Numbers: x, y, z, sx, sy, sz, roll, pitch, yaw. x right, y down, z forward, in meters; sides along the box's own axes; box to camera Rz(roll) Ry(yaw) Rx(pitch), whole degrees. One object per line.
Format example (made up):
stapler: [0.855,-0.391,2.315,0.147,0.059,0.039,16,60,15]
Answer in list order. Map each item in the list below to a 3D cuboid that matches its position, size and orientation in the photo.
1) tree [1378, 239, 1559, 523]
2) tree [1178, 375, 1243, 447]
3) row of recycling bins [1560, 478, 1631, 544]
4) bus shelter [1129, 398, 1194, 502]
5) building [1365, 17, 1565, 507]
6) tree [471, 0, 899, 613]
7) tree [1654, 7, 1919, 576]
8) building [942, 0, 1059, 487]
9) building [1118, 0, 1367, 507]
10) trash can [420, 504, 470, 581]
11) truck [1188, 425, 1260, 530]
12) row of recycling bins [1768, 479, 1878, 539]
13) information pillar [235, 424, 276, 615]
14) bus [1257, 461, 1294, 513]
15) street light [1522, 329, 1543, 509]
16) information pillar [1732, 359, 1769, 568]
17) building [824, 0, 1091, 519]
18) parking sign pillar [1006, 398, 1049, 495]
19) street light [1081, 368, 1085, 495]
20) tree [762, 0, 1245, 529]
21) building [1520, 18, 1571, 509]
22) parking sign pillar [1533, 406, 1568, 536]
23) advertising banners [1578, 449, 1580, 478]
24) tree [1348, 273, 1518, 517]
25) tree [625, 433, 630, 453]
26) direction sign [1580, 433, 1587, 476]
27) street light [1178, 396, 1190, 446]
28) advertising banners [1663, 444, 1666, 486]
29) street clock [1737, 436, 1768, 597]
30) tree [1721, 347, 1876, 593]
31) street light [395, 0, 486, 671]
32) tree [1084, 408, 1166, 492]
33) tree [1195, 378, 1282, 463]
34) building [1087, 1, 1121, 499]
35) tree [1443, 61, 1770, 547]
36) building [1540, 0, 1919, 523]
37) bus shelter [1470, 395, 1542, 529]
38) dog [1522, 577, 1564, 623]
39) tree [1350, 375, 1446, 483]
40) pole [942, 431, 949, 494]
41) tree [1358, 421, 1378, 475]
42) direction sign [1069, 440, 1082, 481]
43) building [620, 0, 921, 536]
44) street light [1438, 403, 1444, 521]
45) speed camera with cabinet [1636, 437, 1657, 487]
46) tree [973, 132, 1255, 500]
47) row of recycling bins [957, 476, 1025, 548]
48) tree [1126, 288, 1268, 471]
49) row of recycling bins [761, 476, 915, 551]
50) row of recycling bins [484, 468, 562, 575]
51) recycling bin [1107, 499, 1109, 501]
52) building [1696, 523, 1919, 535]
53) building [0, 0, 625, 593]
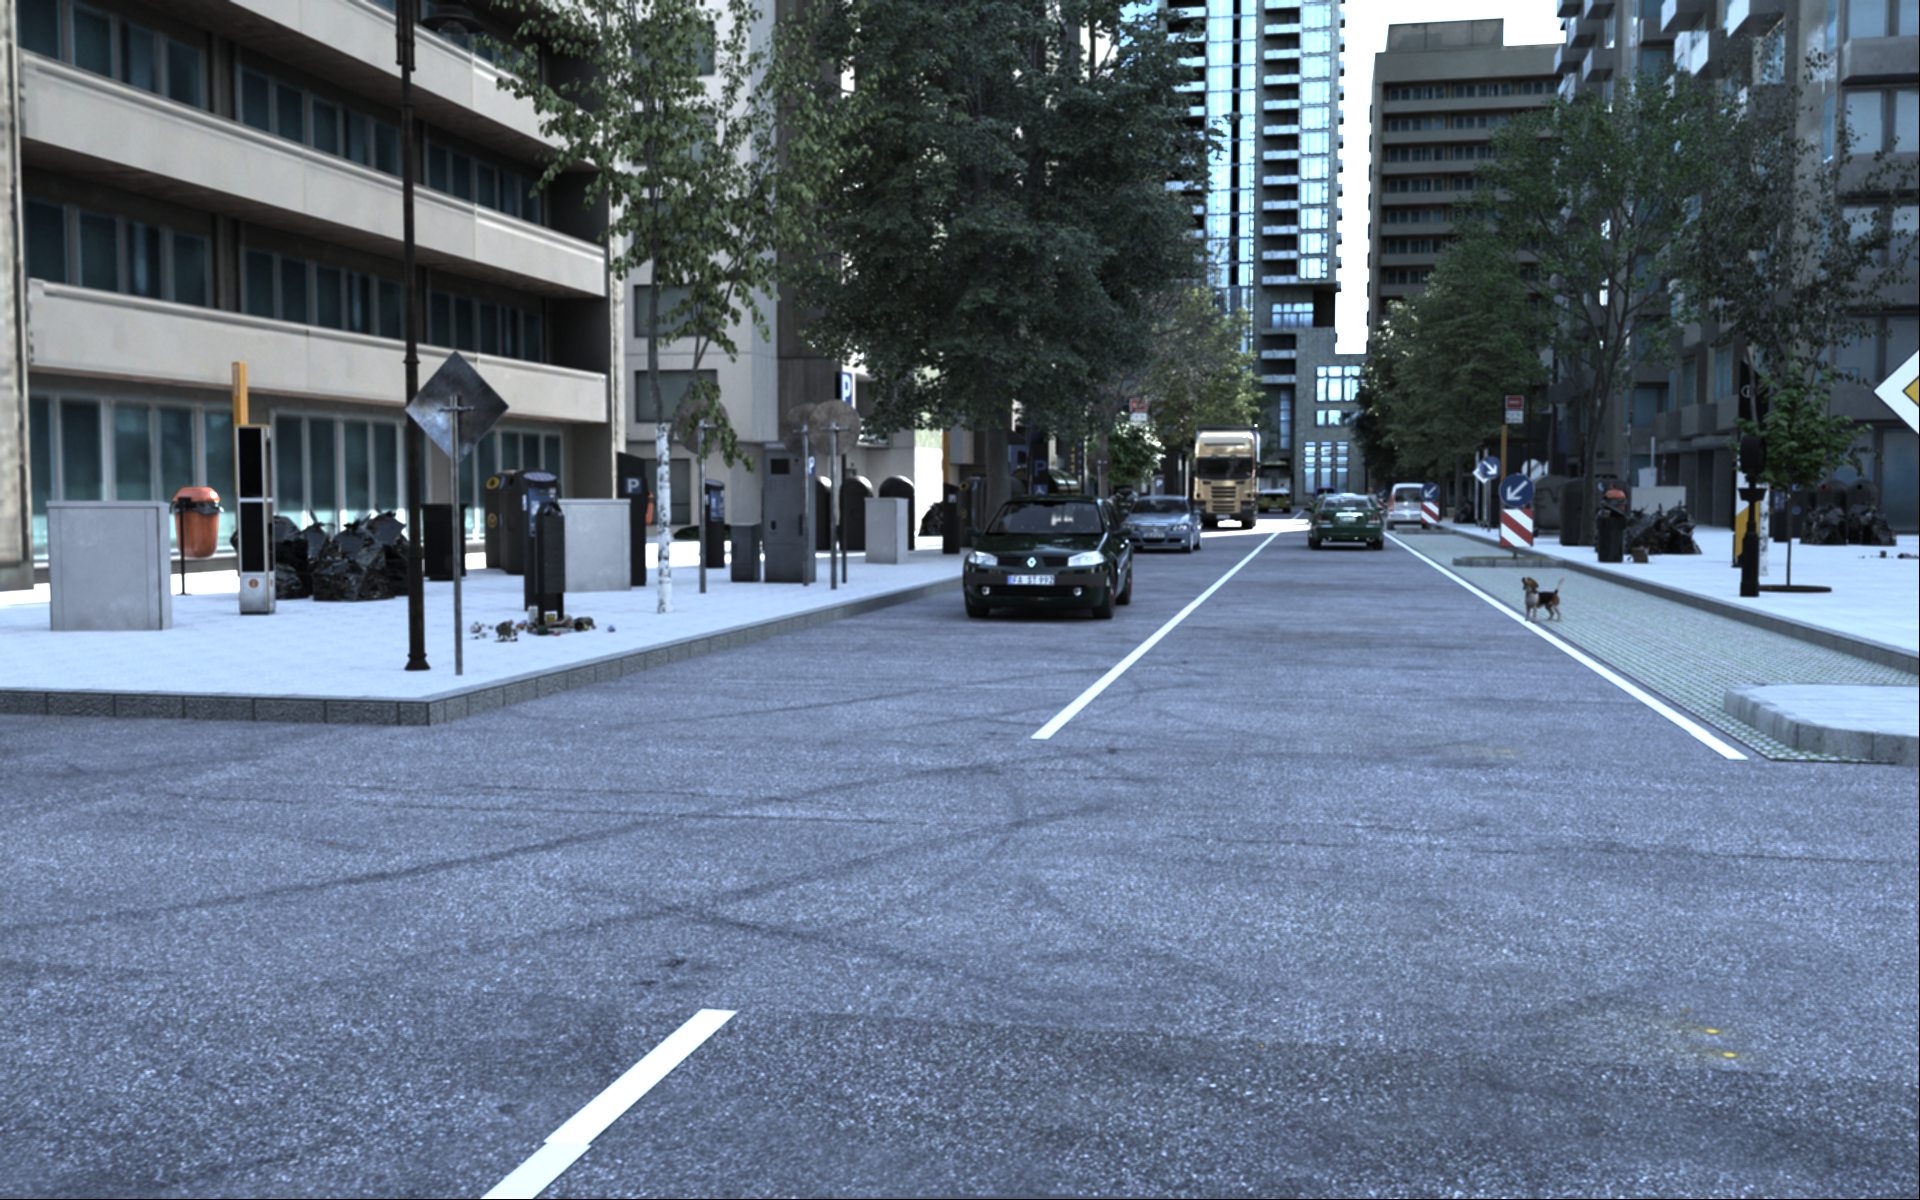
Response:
tree: [22.827,-9.747,77.490,7.486,12.596,7.792,0,3,0]
tree: [16.012,-9.880,111.895,4.360,8.622,3.978,0,3,0]
row of recycling bins: [16.496,-2.320,45.043,1.069,1.692,3.534,3,5,39]
bus shelter: [8.720,-5.963,75.131,2.179,5.291,8.768,1,4,12]
building: [53.483,-34.084,180.973,21.600,48.544,21.300,1,4,12]
tree: [-2.944,-4.161,18.401,4.737,8.622,4.395,0,3,0]
tree: [12.553,-4.663,26.607,4.360,8.622,3.978,0,3,0]
building: [-2.547,-19.828,95.881,14.160,30.474,14.107,1,4,12]
building: [27.619,-53.330,184.610,31.000,86.520,22.319,1,4,12]
trash can: [-7.633,-0.855,25.638,0.748,1.137,0.748,0,3,0]
truck: [11.306,-5.147,73.068,2.839,4.237,11.283,1,4,11]
row of recycling bins: [24.792,-2.631,50.134,1.069,1.692,3.534,-2,4,-32]
information pillar: [-7.496,-0.853,18.432,0.304,2.012,0.304,0,4,-8]
bus: [24.160,-8.635,132.730,2.896,3.916,12.252,1,4,11]
street light: [15.863,-4.614,48.222,0.468,5.910,1.993,1,4,12]
information pillar: [13.725,-2.367,30.054,0.504,3.616,0.183,1,4,15]
building: [0.382,-26.059,109.652,14.154,41.232,14.086,1,4,12]
parking sign pillar: [1.960,-3.360,43.412,1.447,3.967,1.447,0,4,-3]
street light: [3.339,-4.539,46.993,0.468,5.910,1.993,1,4,12]
tree: [0.760,-7.831,34.693,9.857,13.997,8.962,0,3,0]
building: [53.731,-49.930,129.020,22.319,86.520,31.000,1,4,12]
parking sign pillar: [18.576,-4.003,53.927,1.447,3.967,1.447,1,4,13]
advertising banners: [23.944,-4.337,67.099,0.090,3.025,2.074,1,4,21]
tree: [27.112,-11.643,97.015,9.857,13.997,8.962,0,3,0]
tree: [-9.696,-3.269,48.048,1.663,3.219,1.824,0,3,0]
direction sign: [23.157,-4.427,64.386,0.379,3.537,0.876,0,4,5]
street light: [10.489,-6.642,81.390,0.468,5.910,1.993,1,4,12]
advertising banners: [24.912,-3.978,61.236,0.090,3.025,2.074,2,4,23]
street clock: [9.872,-1.041,21.596,0.358,2.002,0.471,2,4,35]
tree: [11.018,-1.740,23.058,1.663,3.219,1.824,0,3,0]
street light: [-3.965,-2.428,12.478,0.468,5.910,1.993,1,4,12]
tree: [6.223,-5.057,66.393,4.285,4.588,4.351,0,3,0]
tree: [24.477,-13.899,152.997,9.928,11.665,9.643,0,3,0]
building: [3.662,-28.948,123.415,14.600,45.320,14.200,1,4,12]
tree: [15.564,-7.117,42.111,9.928,11.665,9.643,0,3,0]
building: [47.005,-29.396,100.233,23.786,49.044,30.456,1,4,12]
bus shelter: [21.327,-5.542,68.246,2.179,5.291,8.768,1,4,12]
dog: [6.522,-0.006,19.384,0.406,0.507,0.540,2,4,24]
tree: [30.223,-11.101,115.913,8.767,10.594,7.601,1,4,21]
pole: [-0.351,-3.002,42.933,0.158,3.312,0.155,0,3,0]
tree: [37.512,-14.049,147.830,7.486,12.596,7.792,0,3,0]
direction sign: [4.864,-4.907,72.226,0.379,3.537,0.876,-3,4,-39]
building: [-8.748,-22.857,57.312,14.154,41.232,14.086,1,4,12]
street light: [23.078,-6.742,83.017,0.468,5.910,1.993,1,4,12]
speed camera with cabinet: [24.069,-4.065,60.795,0.660,3.252,2.038,1,4,20]
tree: [4.873,-9.019,57.826,12.009,13.543,11.850,0,3,0]
row of recycling bins: [0.734,-2.047,40.574,1.069,1.692,3.534,-1,4,-14]
tree: [13.028,-10.813,94.926,7.486,12.596,7.792,0,3,0]
row of recycling bins: [-2.788,-1.988,39.620,3.534,1.692,1.069,0,4,-1]
row of recycling bins: [-7.284,-1.337,28.974,1.069,1.692,3.534,-1,4,-22]
recycling bin: [7.528,-4.451,85.321,0.722,1.027,0.722,-3,5,-43]
building: [39.215,-27.169,63.824,23.786,49.044,30.456,1,4,12]
building: [-20.816,-25.049,33.253,21.300,48.544,21.600,1,4,12]
